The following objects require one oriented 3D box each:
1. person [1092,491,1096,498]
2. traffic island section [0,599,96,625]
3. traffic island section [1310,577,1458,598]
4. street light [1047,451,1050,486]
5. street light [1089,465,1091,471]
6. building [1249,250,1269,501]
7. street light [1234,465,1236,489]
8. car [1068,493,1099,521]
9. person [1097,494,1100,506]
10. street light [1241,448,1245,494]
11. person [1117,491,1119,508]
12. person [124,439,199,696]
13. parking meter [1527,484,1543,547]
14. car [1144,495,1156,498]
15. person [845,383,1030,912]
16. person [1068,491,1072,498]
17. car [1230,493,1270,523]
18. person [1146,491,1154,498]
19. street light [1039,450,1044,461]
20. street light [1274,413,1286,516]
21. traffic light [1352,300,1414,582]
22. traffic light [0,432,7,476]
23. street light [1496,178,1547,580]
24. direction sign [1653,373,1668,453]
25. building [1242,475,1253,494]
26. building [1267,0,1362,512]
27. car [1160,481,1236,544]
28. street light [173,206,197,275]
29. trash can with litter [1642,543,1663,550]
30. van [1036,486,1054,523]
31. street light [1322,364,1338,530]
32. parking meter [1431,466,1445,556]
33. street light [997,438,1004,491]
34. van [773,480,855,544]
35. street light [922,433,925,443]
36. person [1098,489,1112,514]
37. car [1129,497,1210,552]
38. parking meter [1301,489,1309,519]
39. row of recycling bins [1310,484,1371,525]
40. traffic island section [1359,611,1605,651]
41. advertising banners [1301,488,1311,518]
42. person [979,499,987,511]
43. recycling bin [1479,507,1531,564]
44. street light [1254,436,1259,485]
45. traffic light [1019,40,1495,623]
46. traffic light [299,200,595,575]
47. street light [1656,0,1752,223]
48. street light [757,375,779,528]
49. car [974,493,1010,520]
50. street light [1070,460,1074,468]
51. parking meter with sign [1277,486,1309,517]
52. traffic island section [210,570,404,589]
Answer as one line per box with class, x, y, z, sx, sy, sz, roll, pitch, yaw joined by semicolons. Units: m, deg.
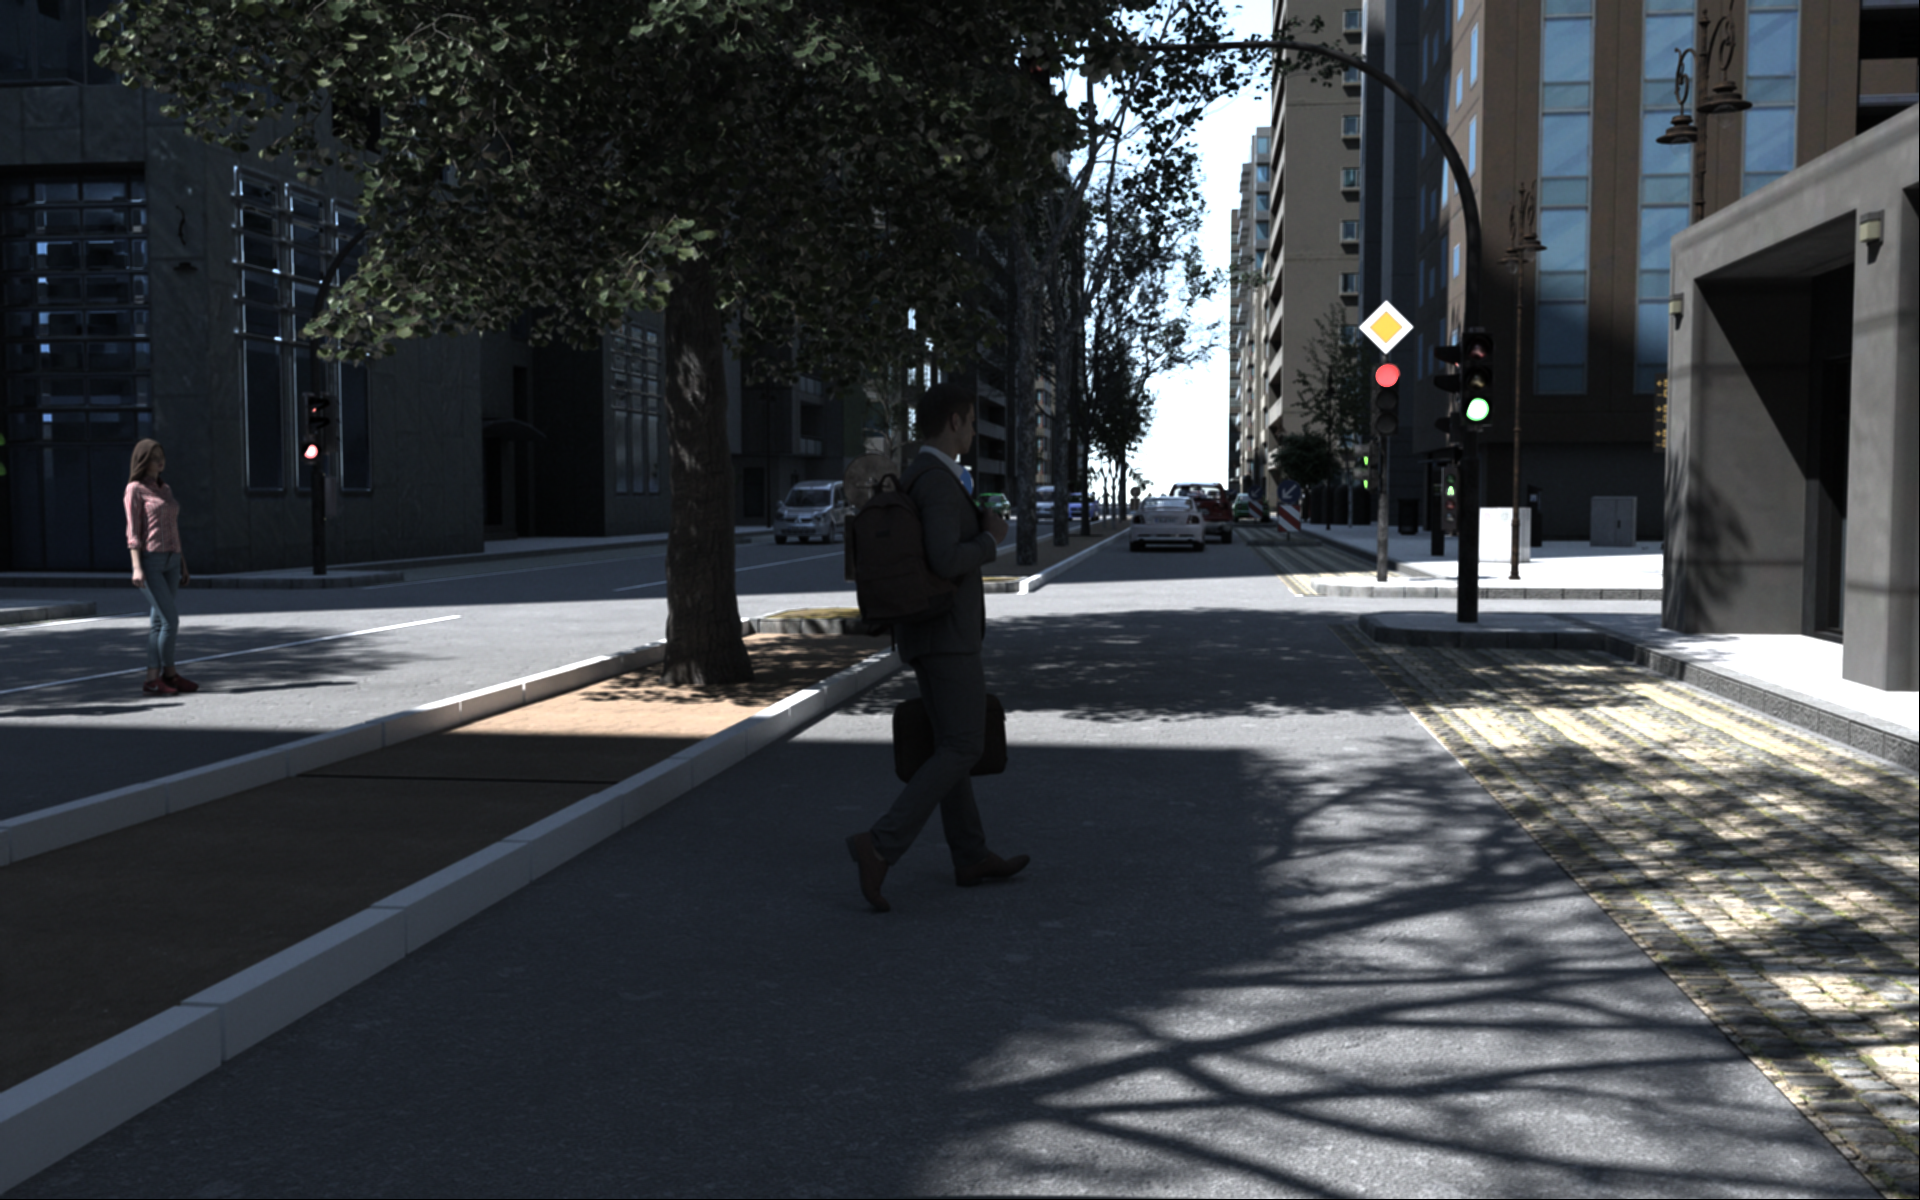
person;14.465;-11.058;190.024;1.217;1.735;0.721;-3;4;-37
traffic island section;-11.282;0.162;19.635;2.009;0.180;2.903;0;4;8
traffic island section;6.189;-0.185;25.310;2.009;0.180;2.903;0;4;8
street light;9.517;-13.050;186.155;0.468;5.910;1.993;0;4;8
street light;19.396;-17.487;258.695;0.468;5.910;1.993;0;4;8
building;37.280;-17.741;135.097;27.650;21.520;28.899;0;4;8
street light;34.995;-15.163;220.696;0.468;5.910;1.993;0;4;8
car;6.460;-5.056;92.256;1.945;1.707;3.694;1;4;10
person;13.211;-9.402;165.477;0.557;1.426;1.065;1;4;10
street light;30.134;-12.950;184.515;0.468;5.910;1.993;0;4;8
person;15.892;-10.099;174.446;0.721;1.723;1.217;0;4;6
person;-5.708;-0.232;12.309;0.388;1.821;0.555;0;4;1
parking meter;13.944;-2.057;42.039;0.372;1.533;0.369;0;3;0
car;27.363;-14.408;248.157;1.945;1.354;3.894;1;4;8
person;-0.098;0.138;6.213;0.822;1.834;0.622;-2;4;-29
person;11.256;-10.279;177.224;0.621;1.740;0.551;1;4;11
car;14.687;-4.825;87.678;1.959;1.807;4.718;0;4;6
person;25.526;-13.704;232.501;1.348;1.831;0.705;-2;4;-28
street light;8.277;-12.478;176.801;0.468;5.910;1.993;0;4;8
street light;18.841;-7.936;102.541;0.468;5.910;1.993;0;4;8
traffic light;6.150;-2.219;25.201;0.839;4.253;0.868;0;4;8
traffic light;-11.244;-1.870;19.495;0.839;4.253;0.868;0;4;8
street light;8.316;-3.242;25.792;0.468;5.910;1.993;0;4;8
direction sign;13.403;-2.467;32.326;0.876;3.537;0.379;2;4;29
building;42.770;-28.657;160.419;32.217;40.220;23.993;0;4;8
building;30.887;-29.720;109.626;21.300;48.544;21.600;0;4;8
car;7.097;-2.633;51.718;2.281;1.827;5.304;1;4;8
street light;-12.067;-3.385;28.133;0.468;5.910;1.993;0;4;8
trash can with litter;16.749;-1.741;39.527;1.678;1.210;2.233;-3;5;-40
van;4.208;-4.720;84.186;2.013;2.044;4.112;1;4;9
street light;13.213;-5.455;61.969;0.468;5.910;1.993;0;4;8
parking meter;9.972;-1.859;36.110;0.255;1.863;0.399;1;4;14
street light;3.259;-10.264;140.609;0.468;5.910;1.993;0;4;8
van;-4.248;-2.679;50.814;2.013;2.044;4.112;1;4;9
street light;-1.777;-8.012;103.778;0.468;5.910;1.993;0;4;8
person;10.316;-6.973;122.513;1.348;1.823;0.705;-2;4;-27
car;5.373;-1.972;44.612;2.083;1.381;4.827;1;4;9
parking meter;17.577;-4.879;88.185;0.372;1.533;0.369;0;3;0
row of recycling bins;16.062;-4.046;73.271;1.069;1.692;3.534;-2;4;-26
traffic island section;5.107;0.299;17.398;2.009;0.180;2.903;0;4;8
advertising banners;19.220;-6.022;94.653;2.074;3.025;0.090;3;5;42
person;1.361;-4.818;92.779;0.738;1.151;1.012;3;4;39
recycling bin;10.150;-1.206;32.273;0.722;1.027;0.722;3;5;43
street light;23.717;-10.149;138.721;0.468;5.910;1.993;0;4;8
traffic light;2.984;-2.616;17.431;4.771;5.953;1.251;0;4;8
traffic light;-8.077;-3.210;27.159;4.771;5.953;1.251;0;4;8
street light;7.083;-2.683;16.648;0.468;5.910;1.993;0;4;8
street light;-7.238;-5.666;65.424;0.468;5.910;1.993;0;4;8
car;1.719;-5.349;96.256;1.959;1.807;4.718;1;4;9
street light;14.393;-15.263;222.335;0.468;5.910;1.993;0;4;8
parking meter with sign;18.571;-6.136;96.582;1.738;3.016;0.543;1;4;10
traffic island section;-10.200;-0.322;27.547;2.009;0.180;2.903;0;4;8
